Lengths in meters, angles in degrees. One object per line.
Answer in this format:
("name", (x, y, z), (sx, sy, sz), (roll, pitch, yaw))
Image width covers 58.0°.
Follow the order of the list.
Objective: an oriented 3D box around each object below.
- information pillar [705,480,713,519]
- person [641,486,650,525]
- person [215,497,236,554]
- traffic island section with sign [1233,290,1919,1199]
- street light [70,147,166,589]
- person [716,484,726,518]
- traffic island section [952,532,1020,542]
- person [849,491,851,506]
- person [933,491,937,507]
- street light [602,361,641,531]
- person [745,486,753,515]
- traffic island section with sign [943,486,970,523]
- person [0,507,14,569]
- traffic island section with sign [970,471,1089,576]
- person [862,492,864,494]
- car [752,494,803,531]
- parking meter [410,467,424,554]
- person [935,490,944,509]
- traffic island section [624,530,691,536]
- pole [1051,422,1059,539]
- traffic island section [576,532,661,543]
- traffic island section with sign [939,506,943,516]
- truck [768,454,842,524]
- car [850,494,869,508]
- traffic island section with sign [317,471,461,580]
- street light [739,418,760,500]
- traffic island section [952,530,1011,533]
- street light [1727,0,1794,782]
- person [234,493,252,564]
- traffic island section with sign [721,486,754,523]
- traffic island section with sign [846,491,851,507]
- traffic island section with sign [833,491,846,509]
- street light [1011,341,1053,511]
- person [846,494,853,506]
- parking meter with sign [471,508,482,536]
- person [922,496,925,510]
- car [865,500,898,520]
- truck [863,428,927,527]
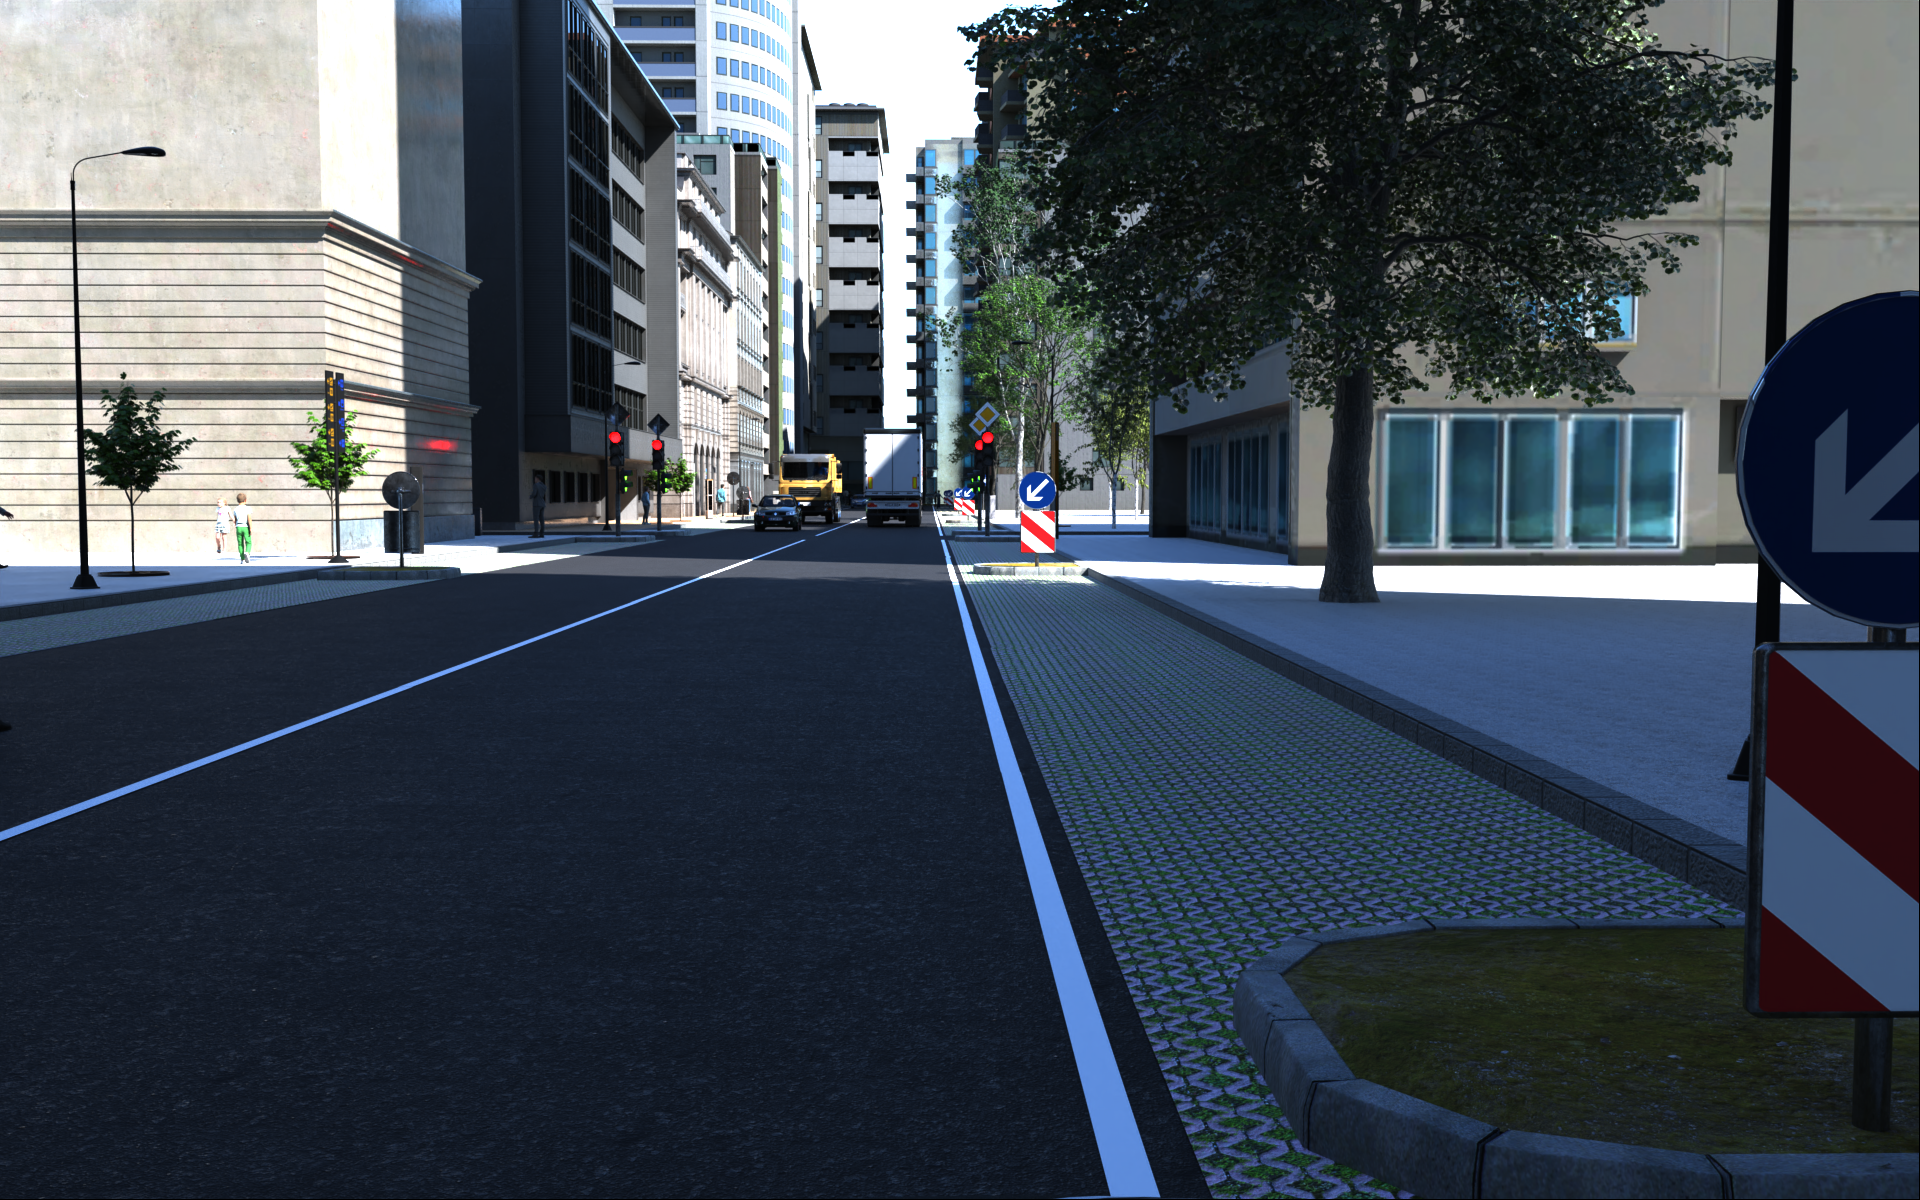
("information pillar", (-12.828, -5.143, 88.579), (0.304, 2.012, 0.304), (-2, 4, -32))
("person", (-13.218, -3.987, 73.033), (0.330, 1.601, 0.589), (-2, 4, -29))
("person", (-15.744, -1.595, 37.139), (0.505, 1.210, 0.382), (0, 4, 4))
("traffic island section with sign", (1.734, 0.272, 4.181), (1.989, 1.847, 2.006), (0, 4, -1))
("street light", (-11.322, -3.105, 23.307), (1.470, 5.913, 1.316), (0, 4, -1))
("person", (-12.927, -5.347, 93.486), (0.660, 1.820, 0.620), (1, 4, 19))
("traffic island section", (0.856, -1.862, 52.717), (2.009, 0.180, 2.903), (0, 4, -1))
("person", (-12.313, -11.354, 194.856), (0.721, 1.735, 1.217), (0, 4, -4))
("person", (-2.850, -11.363, 195.075), (0.721, 1.735, 1.217), (1, 4, 14))
("street light", (-11.879, -5.398, 60.794), (1.470, 5.913, 1.316), (0, 4, -1))
("person", (-13.160, -6.174, 107.581), (0.593, 1.750, 0.643), (1, 4, 12))
("traffic island section with sign", (0.285, -4.690, 85.313), (1.989, 1.847, 2.006), (0, 4, -1))
("person", (-16.435, -1.395, 29.126), (0.850, 1.792, 0.678), (0, 4, -7))
("traffic island section with sign", (1.238, -1.376, 31.132), (1.989, 1.847, 2.006), (0, 4, -1))
("person", (-10.777, -11.117, 191.737), (0.593, 1.643, 0.415), (3, 4, 37))
("car", (-7.131, -3.560, 67.991), (2.009, 1.686, 4.222), (0, 4, -3))
("parking meter", (-11.614, -1.917, 37.053), (0.255, 1.863, 0.399), (-1, 4, -15))
("person", (-2.035, -9.726, 167.598), (0.705, 1.814, 1.350), (-3, 4, -39))
("traffic island section", (-10.525, -2.338, 60.507), (2.009, 0.180, 2.903), (0, 4, -1))
("pole", (2.704, -3.391, 49.292), (0.158, 3.312, 0.155), (0, 3, 0))
("traffic island section", (-10.384, -1.850, 52.523), (2.009, 0.180, 2.903), (0, 4, -1))
("traffic island section with sign", (-0.191, -6.342, 112.316), (1.989, 1.847, 2.006), (0, 4, -1))
("truck", (-7.371, -5.482, 85.550), (3.469, 3.379, 9.791), (0, 4, -1))
("car", (-10.076, -9.931, 174.368), (2.014, 1.417, 4.499), (0, 4, -1))
("traffic island section with sign", (-9.644, -1.278, 29.531), (1.989, 1.847, 2.006), (0, 4, -1))
("street light", (-12.900, -8.146, 105.723), (1.470, 5.913, 1.316), (0, 4, -1))
("traffic island section", (0.714, -2.350, 60.701), (2.009, 0.180, 2.903), (0, 4, -1))
("street light", (3.089, -2.147, 7.642), (1.470, 5.913, 1.316), (0, 4, -1))
("person", (-13.148, -1.314, 31.774), (0.306, 1.304, 0.590), (-2, 4, -24))
("traffic island section with sign", (-10.644, -4.678, 85.112), (1.989, 1.847, 2.006), (0, 4, -1))
("traffic island section with sign", (-12.506, -11.135, 190.681), (1.989, 1.847, 2.006), (0, 4, -1))
("traffic island section with sign", (-12.014, -9.420, 162.648), (1.989, 1.847, 2.006), (0, 4, -1))
("street light", (2.258, -4.897, 52.615), (1.470, 5.913, 1.316), (0, 4, -1))
("person", (-12.755, -11.642, 199.664), (1.217, 1.723, 0.721), (1, 4, 22))
("parking meter with sign", (-15.582, -3.477, 53.115), (1.738, 3.016, 0.543), (0, 4, -6))
("person", (-3.473, -8.948, 155.718), (0.530, 1.710, 0.541), (-2, 4, -32))
("car", (-4.405, -5.471, 98.246), (1.959, 1.807, 4.718), (0, 4, -2))
("truck", (-2.956, -5.523, 79.220), (2.839, 4.237, 11.283), (0, 4, -1))
